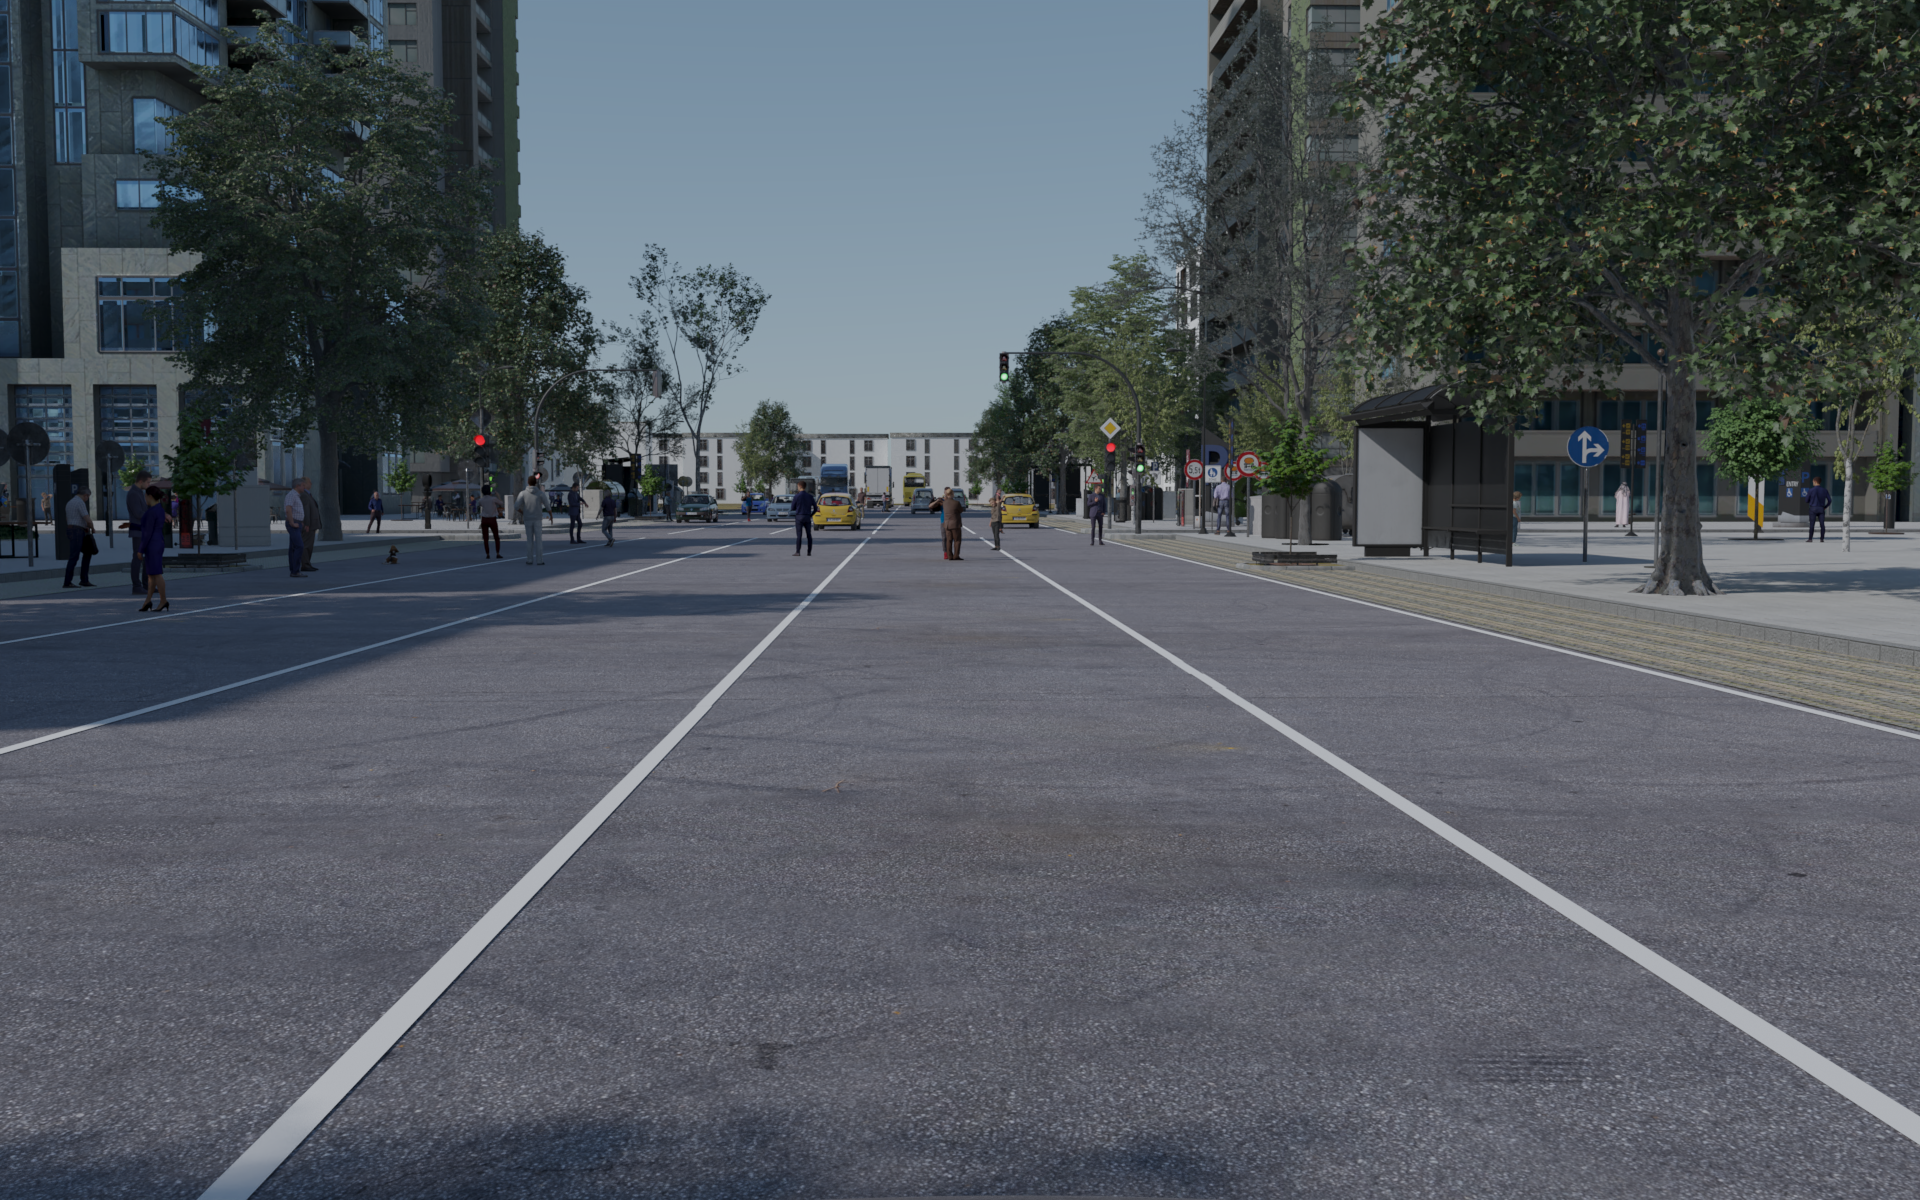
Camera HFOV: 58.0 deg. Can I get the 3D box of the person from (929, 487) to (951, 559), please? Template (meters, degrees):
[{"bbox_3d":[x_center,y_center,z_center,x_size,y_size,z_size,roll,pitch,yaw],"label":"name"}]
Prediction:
[{"bbox_3d":[-0.339,-1.703,38.221,0.647,1.594,0.662,-2,4,-29],"label":"person"}]

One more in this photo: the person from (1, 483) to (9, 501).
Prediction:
[{"bbox_3d":[-36.016,-3.562,65.213,0.436,1.711,0.756,1,4,17],"label":"person"}]

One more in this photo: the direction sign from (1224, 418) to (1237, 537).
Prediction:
[{"bbox_3d":[8.125,-3.668,51.968,0.379,3.537,0.876,0,4,1],"label":"direction sign"}]

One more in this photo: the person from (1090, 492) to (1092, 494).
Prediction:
[{"bbox_3d":[9.792,-7.638,131.049,0.598,1.807,0.434,-1,4,-16],"label":"person"}]

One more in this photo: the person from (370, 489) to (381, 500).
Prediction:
[{"bbox_3d":[-31.126,-5.136,92.225,0.614,1.554,0.590,-3,5,-43],"label":"person"}]

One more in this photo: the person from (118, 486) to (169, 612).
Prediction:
[{"bbox_3d":[-9.918,-0.621,21.028,0.546,1.535,0.453,-2,4,-25],"label":"person"}]

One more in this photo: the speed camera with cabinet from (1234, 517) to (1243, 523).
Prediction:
[{"bbox_3d":[11.562,-4.931,74.958,0.660,3.252,2.038,3,4,36],"label":"speed camera with cabinet"}]

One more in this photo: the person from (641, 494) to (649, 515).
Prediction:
[{"bbox_3d":[-19.602,-6.217,107.821,0.598,1.807,0.434,-2,4,-29],"label":"person"}]

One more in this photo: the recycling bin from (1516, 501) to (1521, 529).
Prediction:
[{"bbox_3d":[19.988,-3.098,63.213,0.722,1.027,0.722,0,4,-3],"label":"recycling bin"}]

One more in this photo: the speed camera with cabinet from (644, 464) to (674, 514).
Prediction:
[{"bbox_3d":[-19.729,-7.255,112.949,2.038,3.252,0.660,0,4,-5],"label":"speed camera with cabinet"}]

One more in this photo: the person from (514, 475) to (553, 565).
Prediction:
[{"bbox_3d":[-8.574,-1.609,34.962,0.875,1.805,0.789,-1,4,-11],"label":"person"}]

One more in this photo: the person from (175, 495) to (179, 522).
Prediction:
[{"bbox_3d":[-36.372,-4.333,80.117,0.776,1.435,0.726,1,4,10],"label":"person"}]

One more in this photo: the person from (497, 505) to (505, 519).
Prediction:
[{"bbox_3d":[-23.862,-4.637,90.142,0.859,0.850,0.655,-2,4,-28],"label":"person"}]

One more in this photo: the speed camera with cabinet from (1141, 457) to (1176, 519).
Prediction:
[{"bbox_3d":[10.245,-5.871,90.324,2.038,3.252,0.660,-1,4,-22],"label":"speed camera with cabinet"}]

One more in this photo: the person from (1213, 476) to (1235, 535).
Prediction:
[{"bbox_3d":[8.291,-2.961,54.317,0.709,1.838,0.599,1,4,14],"label":"person"}]

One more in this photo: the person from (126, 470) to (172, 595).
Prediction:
[{"bbox_3d":[-11.594,-0.969,24.796,0.568,1.767,0.683,-1,4,-17],"label":"person"}]

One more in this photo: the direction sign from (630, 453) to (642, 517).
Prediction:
[{"bbox_3d":[-18.030,-6.387,96.426,0.379,3.537,0.876,2,4,32],"label":"direction sign"}]

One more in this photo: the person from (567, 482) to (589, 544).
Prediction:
[{"bbox_3d":[-10.962,-2.500,49.825,0.568,1.767,0.683,1,4,8],"label":"person"}]

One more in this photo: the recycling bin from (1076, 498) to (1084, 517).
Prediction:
[{"bbox_3d":[7.112,-5.287,99.003,0.722,1.027,0.722,2,4,33],"label":"recycling bin"}]

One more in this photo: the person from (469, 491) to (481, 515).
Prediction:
[{"bbox_3d":[-29.806,-6.122,106.287,0.875,1.805,0.789,1,4,17],"label":"person"}]

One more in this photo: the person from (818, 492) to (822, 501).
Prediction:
[{"bbox_3d":[-9.138,-6.288,113.366,0.319,1.574,0.516,-1,4,-14],"label":"person"}]

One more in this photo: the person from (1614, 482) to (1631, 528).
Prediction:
[{"bbox_3d":[25.426,-3.651,66.413,0.551,1.740,0.621,0,4,-5],"label":"person"}]

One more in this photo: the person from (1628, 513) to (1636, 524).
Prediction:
[{"bbox_3d":[28.340,-3.617,73.464,0.655,0.850,0.859,2,4,27],"label":"person"}]

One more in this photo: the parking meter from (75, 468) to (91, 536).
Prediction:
[{"bbox_3d":[-19.929,-2.048,39.197,0.399,1.863,0.255,1,4,21],"label":"parking meter"}]

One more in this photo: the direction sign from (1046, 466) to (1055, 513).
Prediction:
[{"bbox_3d":[6.012,-7.514,114.843,0.379,3.537,0.876,-3,5,-40],"label":"direction sign"}]

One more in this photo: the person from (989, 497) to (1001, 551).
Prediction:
[{"bbox_3d":[0.902,-1.932,44.002,0.435,1.345,0.340,3,5,40],"label":"person"}]

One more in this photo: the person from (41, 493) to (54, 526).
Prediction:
[{"bbox_3d":[-37.170,-3.708,70.582,0.435,1.345,0.340,-2,4,-32],"label":"person"}]

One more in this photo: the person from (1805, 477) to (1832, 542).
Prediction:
[{"bbox_3d":[22.733,-2.398,45.952,0.576,1.737,0.504,0,4,1],"label":"person"}]

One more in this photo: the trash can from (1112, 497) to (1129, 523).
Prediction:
[{"bbox_3d":[7.183,-4.030,77.551,0.748,1.137,0.748,0,3,0],"label":"trash can"}]

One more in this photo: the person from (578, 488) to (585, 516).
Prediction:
[{"bbox_3d":[-22.381,-5.875,102.922,0.655,1.722,0.431,0,4,7],"label":"person"}]

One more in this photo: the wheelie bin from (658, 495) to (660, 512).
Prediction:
[{"bbox_3d":[-22.309,-7.207,125.737,0.980,1.594,0.693,-3,4,-38],"label":"wheelie bin"}]

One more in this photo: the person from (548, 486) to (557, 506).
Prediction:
[{"bbox_3d":[-29.856,-7.421,127.246,0.709,1.838,0.599,2,4,28],"label":"person"}]

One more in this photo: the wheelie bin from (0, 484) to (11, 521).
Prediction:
[{"bbox_3d":[-29.512,-2.756,52.964,0.980,1.594,0.693,0,4,3],"label":"wheelie bin"}]

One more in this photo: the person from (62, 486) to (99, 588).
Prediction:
[{"bbox_3d":[-13.452,-0.963,26.450,0.614,1.554,0.590,3,5,43],"label":"person"}]

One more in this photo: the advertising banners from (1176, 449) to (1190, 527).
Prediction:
[{"bbox_3d":[8.803,-4.413,68.338,0.090,3.025,2.074,0,4,-5],"label":"advertising banners"}]

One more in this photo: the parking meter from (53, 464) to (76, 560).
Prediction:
[{"bbox_3d":[-17.465,-1.713,33.718,0.255,1.863,0.399,-3,4,-38],"label":"parking meter"}]

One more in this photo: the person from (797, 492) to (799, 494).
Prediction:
[{"bbox_3d":[-12.217,-7.364,130.856,0.963,1.587,0.435,1,4,13],"label":"person"}]

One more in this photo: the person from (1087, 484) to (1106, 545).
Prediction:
[{"bbox_3d":[3.820,-2.383,48.376,0.541,1.710,0.530,0,4,-4],"label":"person"}]

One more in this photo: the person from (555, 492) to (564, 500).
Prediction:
[{"bbox_3d":[-31.538,-7.920,136.257,0.841,1.734,0.376,0,4,0],"label":"person"}]

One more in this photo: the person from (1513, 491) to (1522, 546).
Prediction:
[{"bbox_3d":[13.686,-1.998,42.626,0.340,1.345,0.435,0,4,-7],"label":"person"}]

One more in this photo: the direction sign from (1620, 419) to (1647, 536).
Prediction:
[{"bbox_3d":[20.463,-3.712,52.690,0.876,3.537,0.379,-1,4,-14],"label":"direction sign"}]

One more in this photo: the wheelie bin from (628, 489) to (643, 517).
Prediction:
[{"bbox_3d":[-18.508,-5.549,98.627,0.693,1.594,0.980,1,4,16],"label":"wheelie bin"}]

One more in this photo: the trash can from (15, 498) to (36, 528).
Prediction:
[{"bbox_3d":[-35.200,-3.279,65.271,0.748,1.137,0.748,0,3,0],"label":"trash can"}]

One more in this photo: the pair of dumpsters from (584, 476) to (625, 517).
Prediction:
[{"bbox_3d":[-19.210,-5.570,93.560,1.574,2.255,4.437,0,4,-1],"label":"pair of dumpsters"}]

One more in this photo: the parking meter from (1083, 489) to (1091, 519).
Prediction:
[{"bbox_3d":[6.532,-4.926,88.955,0.372,1.533,0.369,0,3,0],"label":"parking meter"}]

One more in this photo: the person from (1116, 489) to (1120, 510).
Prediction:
[{"bbox_3d":[8.326,-5.013,90.212,0.429,1.552,0.499,0,4,-1],"label":"person"}]

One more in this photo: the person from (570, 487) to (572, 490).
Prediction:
[{"bbox_3d":[-23.473,-6.013,105.080,0.376,1.734,0.841,3,4,36],"label":"person"}]

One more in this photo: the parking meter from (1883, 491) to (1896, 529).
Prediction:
[{"bbox_3d":[34.242,-3.387,63.791,0.372,1.533,0.369,0,3,0],"label":"parking meter"}]

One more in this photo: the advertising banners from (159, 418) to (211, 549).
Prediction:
[{"bbox_3d":[-18.224,-2.721,40.676,2.074,3.025,0.090,2,4,31],"label":"advertising banners"}]

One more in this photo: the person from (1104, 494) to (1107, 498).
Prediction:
[{"bbox_3d":[15.979,-11.376,192.067,0.705,1.821,1.348,3,5,40],"label":"person"}]

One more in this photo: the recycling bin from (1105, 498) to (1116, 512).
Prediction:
[{"bbox_3d":[10.649,-6.740,122.755,0.722,1.027,0.722,-2,4,-30],"label":"recycling bin"}]
